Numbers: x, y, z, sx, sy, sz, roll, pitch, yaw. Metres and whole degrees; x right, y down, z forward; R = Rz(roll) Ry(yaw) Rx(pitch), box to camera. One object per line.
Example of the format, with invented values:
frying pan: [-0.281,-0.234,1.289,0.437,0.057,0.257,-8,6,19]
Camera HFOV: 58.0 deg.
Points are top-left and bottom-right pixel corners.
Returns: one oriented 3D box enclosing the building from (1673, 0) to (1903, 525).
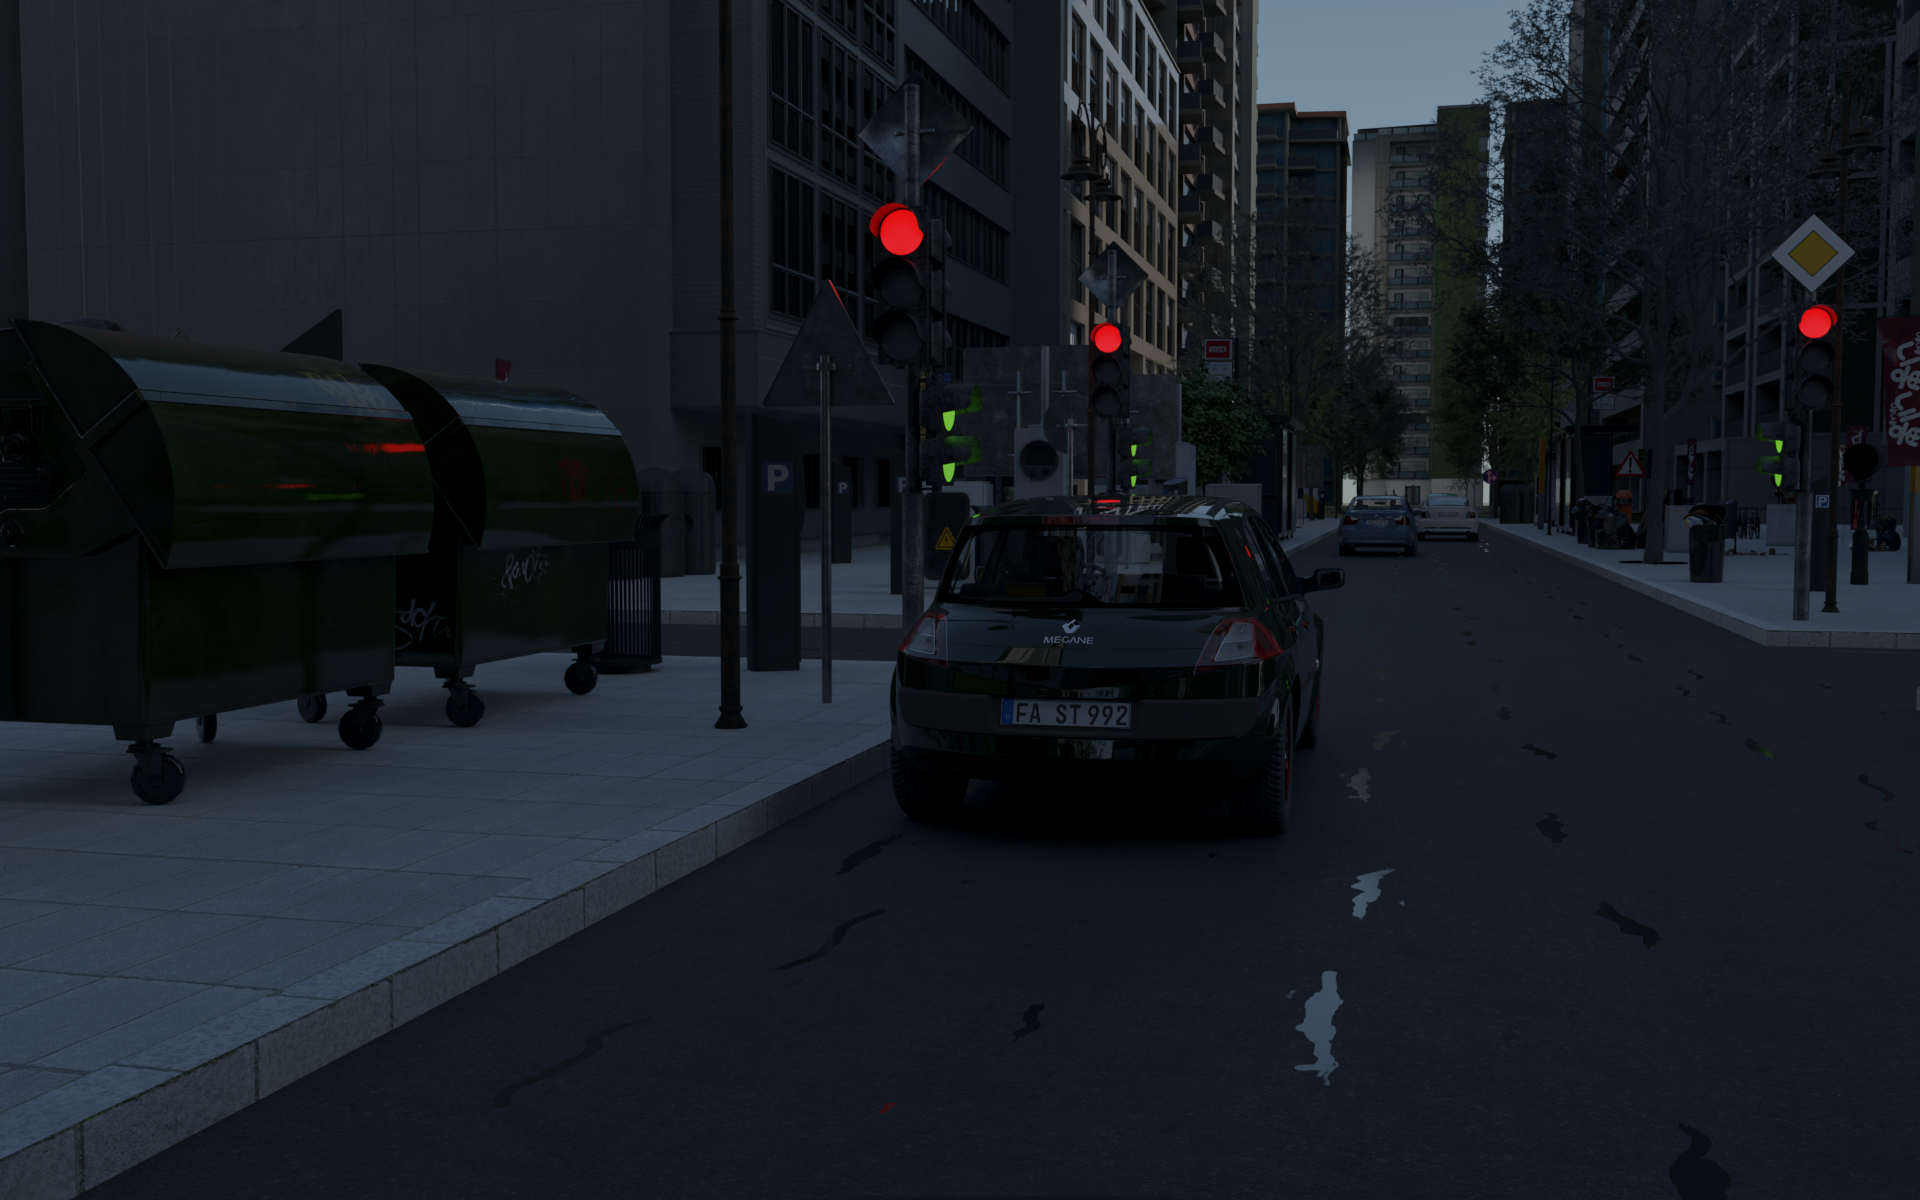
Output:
building: [43.819,-38.889,74.092,20.563,71.187,20.611,1,4,14]

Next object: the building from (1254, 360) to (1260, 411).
building: [11.813,-51.340,152.084,31.000,86.520,22.319,1,4,14]

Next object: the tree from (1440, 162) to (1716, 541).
tree: [16.528,-6.867,46.694,7.601,10.594,8.767,1,4,21]

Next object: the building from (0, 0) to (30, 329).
building: [-26.725,-10.672,39.114,19.286,19.102,10.561,1,4,14]

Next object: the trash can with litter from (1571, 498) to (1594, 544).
trash can with litter: [16.352,-2.032,44.610,1.055,1.170,0.624,-1,4,-10]

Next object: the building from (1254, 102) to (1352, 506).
building: [28.967,-33.080,195.475,28.867,44.769,22.147,1,4,14]

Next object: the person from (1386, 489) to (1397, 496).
person: [27.243,-6.126,109.459,0.742,1.727,0.445,1,4,17]

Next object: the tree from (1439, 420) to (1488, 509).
tree: [43.415,-12.121,148.532,4.360,8.622,3.978,0,3,0]

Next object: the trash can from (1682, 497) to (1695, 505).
trash can: [33.687,-4.199,80.312,0.748,1.137,0.748,0,3,0]

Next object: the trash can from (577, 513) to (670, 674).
trash can: [-2.466,-0.053,12.516,0.748,1.137,0.748,0,3,0]

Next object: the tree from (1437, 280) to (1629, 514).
tree: [26.838,-9.503,81.133,9.928,11.665,9.643,0,3,0]

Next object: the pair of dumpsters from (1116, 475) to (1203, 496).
pair of dumpsters: [3.931,-1.998,35.154,1.574,2.255,4.437,1,4,14]

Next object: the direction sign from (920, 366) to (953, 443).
direction sign: [-0.508,-2.362,30.619,0.876,3.537,0.379,-2,4,-33]

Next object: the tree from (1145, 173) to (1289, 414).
tree: [12.516,-9.493,65.579,12.009,13.543,11.850,0,3,0]

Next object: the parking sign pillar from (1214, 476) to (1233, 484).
parking sign pillar: [9.181,-4.260,58.117,1.447,3.967,1.447,1,4,14]

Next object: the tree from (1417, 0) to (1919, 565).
tree: [12.911,-7.406,31.452,12.009,13.543,11.850,0,3,0]

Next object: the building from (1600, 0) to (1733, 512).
building: [48.183,-28.868,95.688,21.300,48.544,21.600,1,4,14]

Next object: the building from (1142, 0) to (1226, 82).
building: [4.988,-27.877,110.412,22.147,44.769,28.867,1,4,14]

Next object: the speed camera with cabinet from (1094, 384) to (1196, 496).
speed camera with cabinet: [3.329,-2.276,31.552,0.660,3.252,2.038,-3,5,-42]

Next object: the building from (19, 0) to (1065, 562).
building: [-6.903,-13.796,44.627,14.314,24.678,30.058,1,4,14]

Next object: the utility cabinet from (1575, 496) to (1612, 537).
utility cabinet: [19.011,-2.492,51.912,1.020,1.237,0.306,1,4,10]

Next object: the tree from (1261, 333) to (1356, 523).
tree: [15.086,-7.719,76.574,4.737,8.622,4.395,0,3,0]

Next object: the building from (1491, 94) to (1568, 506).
building: [70.975,-32.428,184.814,28.867,44.769,22.147,1,4,14]

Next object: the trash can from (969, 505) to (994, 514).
trash can: [0.486,-0.619,21.776,0.748,1.137,0.748,0,3,0]

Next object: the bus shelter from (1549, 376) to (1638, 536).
bus shelter: [20.531,-4.834,56.662,2.179,5.291,8.768,1,4,14]

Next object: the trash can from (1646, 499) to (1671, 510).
trash can: [21.501,-2.549,53.336,0.748,1.137,0.748,0,3,0]

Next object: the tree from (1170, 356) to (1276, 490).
tree: [5.732,-3.494,40.837,4.285,4.588,4.351,0,3,0]

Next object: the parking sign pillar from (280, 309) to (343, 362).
parking sign pillar: [-9.658,-2.265,25.510,1.447,3.967,1.447,0,4,5]

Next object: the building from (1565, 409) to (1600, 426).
building: [55.909,-49.390,120.201,22.319,86.520,31.000,1,4,14]

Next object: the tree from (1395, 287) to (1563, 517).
tree: [29.277,-10.836,95.298,7.486,12.596,7.792,0,3,0]

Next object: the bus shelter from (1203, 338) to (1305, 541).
bus shelter: [7.999,-4.248,47.082,2.179,5.291,8.768,1,4,15]

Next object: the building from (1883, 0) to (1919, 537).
building: [35.601,-17.101,51.310,14.160,30.474,14.107,1,4,14]

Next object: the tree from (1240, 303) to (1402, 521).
tree: [17.095,-9.146,83.946,8.767,10.594,7.601,0,4,2]

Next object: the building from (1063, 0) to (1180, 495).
building: [-2.158,-16.652,76.773,19.350,26.468,34.151,1,4,14]

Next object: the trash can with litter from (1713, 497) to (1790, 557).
trash can with litter: [16.475,-1.547,36.355,2.233,1.210,1.678,0,4,-4]

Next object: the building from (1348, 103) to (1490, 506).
building: [49.117,-30.739,186.174,14.086,41.232,14.154,1,4,14]

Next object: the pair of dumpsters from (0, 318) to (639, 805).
pair of dumpsters: [-3.323,-0.407,9.152,1.574,2.255,4.437,1,4,15]

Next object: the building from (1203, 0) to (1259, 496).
building: [14.708,-27.354,130.827,14.154,41.232,14.086,1,4,14]

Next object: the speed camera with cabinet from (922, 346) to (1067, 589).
speed camera with cabinet: [0.431,-1.771,23.291,2.038,3.252,0.660,1,4,13]

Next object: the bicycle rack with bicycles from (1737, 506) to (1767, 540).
bicycle rack with bicycles: [22.184,-2.254,50.230,2.852,0.926,2.925,3,5,40]

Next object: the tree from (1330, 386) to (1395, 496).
tree: [35.628,-14.315,152.180,7.486,12.596,7.792,0,3,0]

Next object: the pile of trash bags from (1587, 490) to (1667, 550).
pile of trash bags: [15.970,-1.933,41.359,1.912,1.369,3.447,1,4,15]

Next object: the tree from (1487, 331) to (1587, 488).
tree: [24.254,-7.484,72.728,4.737,8.622,4.395,0,3,0]

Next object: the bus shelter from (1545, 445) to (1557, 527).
bus shelter: [23.199,-4.385,65.617,2.014,3.302,5.546,1,4,15]

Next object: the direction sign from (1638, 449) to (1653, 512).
direction sign: [34.304,-5.793,86.705,0.876,3.537,0.379,-1,4,-15]

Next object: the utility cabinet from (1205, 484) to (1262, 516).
utility cabinet: [5.932,-1.771,37.643,1.173,1.500,0.318,2,4,26]

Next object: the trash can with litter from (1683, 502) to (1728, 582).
trash can with litter: [10.853,-0.854,25.356,0.624,1.170,1.055,1,4,16]

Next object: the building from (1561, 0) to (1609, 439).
building: [58.295,-30.235,144.450,14.600,45.320,14.200,1,4,14]
